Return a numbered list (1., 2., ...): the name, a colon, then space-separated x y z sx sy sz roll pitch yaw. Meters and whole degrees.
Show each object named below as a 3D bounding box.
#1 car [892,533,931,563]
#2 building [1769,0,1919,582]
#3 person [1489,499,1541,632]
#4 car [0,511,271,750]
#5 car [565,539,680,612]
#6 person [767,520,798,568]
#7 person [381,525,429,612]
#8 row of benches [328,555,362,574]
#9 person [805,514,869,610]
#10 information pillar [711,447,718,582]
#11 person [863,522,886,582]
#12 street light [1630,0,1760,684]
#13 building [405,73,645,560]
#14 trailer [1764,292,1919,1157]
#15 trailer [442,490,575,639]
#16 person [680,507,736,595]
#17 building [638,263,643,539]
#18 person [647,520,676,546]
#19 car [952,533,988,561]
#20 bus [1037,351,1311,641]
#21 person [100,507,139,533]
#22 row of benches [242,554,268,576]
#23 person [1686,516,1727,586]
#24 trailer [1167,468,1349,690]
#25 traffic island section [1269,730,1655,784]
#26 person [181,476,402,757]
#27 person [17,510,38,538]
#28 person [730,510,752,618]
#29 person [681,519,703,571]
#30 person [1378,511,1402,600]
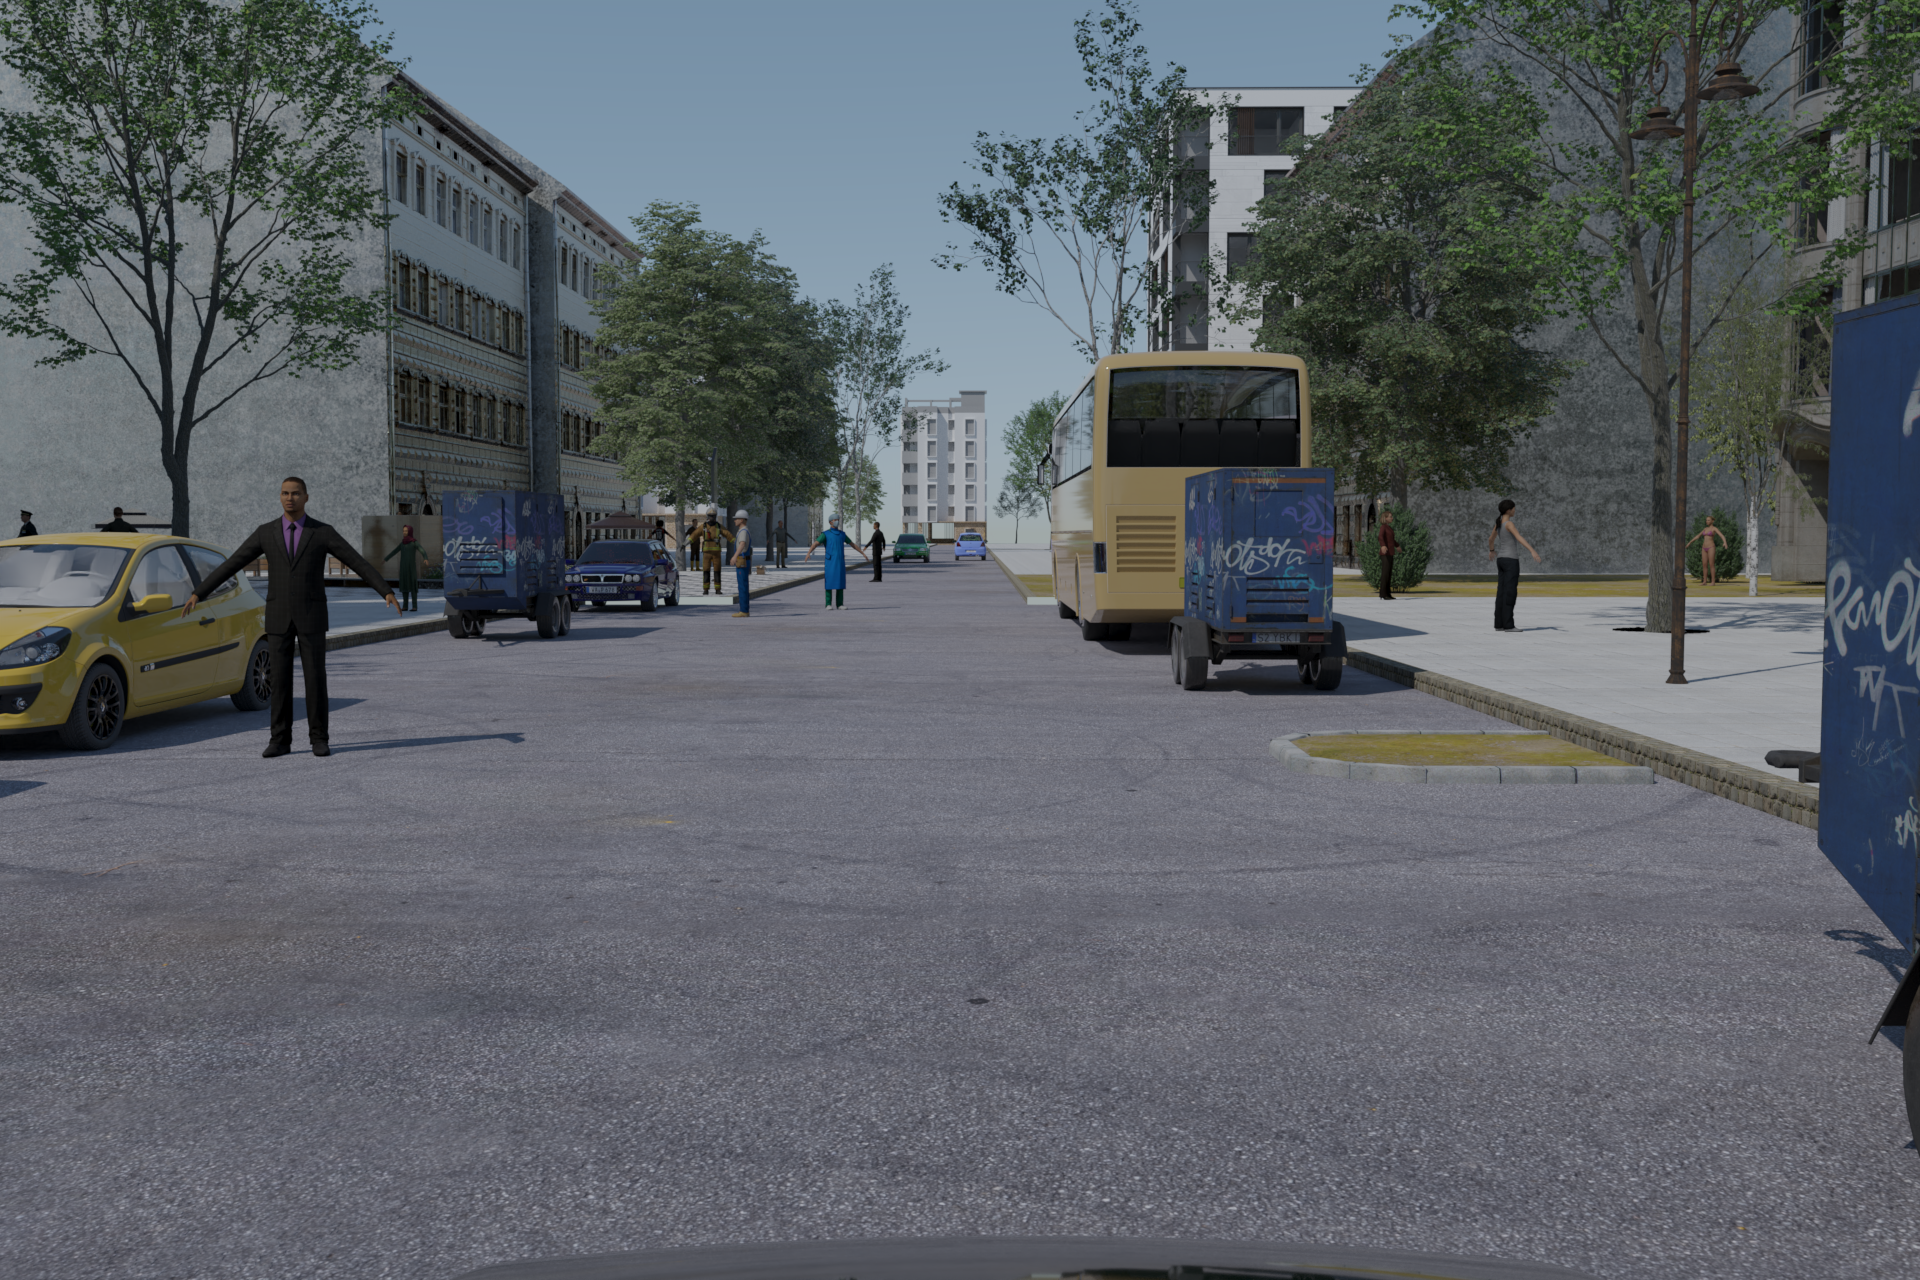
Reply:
1. car: -2.434 -4.793 87.168 1.959 1.807 4.718 0 4 0
2. building: 26.687 -12.833 26.478 14.369 24.946 33.146 0 4 1
3. person: 7.266 -0.976 22.773 0.721 1.737 1.217 -1 4 -11
4. car: -6.509 -0.151 12.696 2.015 1.641 3.980 0 4 1
5. car: -6.478 -1.263 33.222 1.945 1.354 3.894 0 3 0
6. person: -6.748 -3.611 65.305 1.348 1.796 0.705 -3 4 -38
7. person: -9.175 -1.191 28.680 0.989 1.438 0.599 2 4 24
8. row of benches: -18.706 -2.359 54.035 1.422 0.672 4.104 -3 5 -40
9. person: -2.352 -1.475 32.704 1.347 1.817 0.704 -2 4 -32
10. information pillar: -6.603 -3.379 46.606 0.183 3.616 0.504 0 4 2
11. person: -2.501 -2.632 51.712 0.704 1.802 1.346 2 4 25
12. street light: 6.156 -2.563 14.695 0.468 5.910 1.993 0 4 1
13. building: -26.766 -15.523 84.734 19.493 23.208 18.063 0 4 1
14. trailer: 2.742 0.197 3.821 1.471 1.999 3.904 0 3 0
15. trailer: -6.259 -0.996 23.337 1.471 1.999 3.904 0 4 1
16. person: -5.235 -1.883 36.563 1.354 1.858 0.705 -1 4 -13
17. building: -26.506 -15.137 103.918 16.016 20.090 11.380 0 4 1
18. person: -11.459 -3.681 66.329 1.345 1.843 0.704 1 4 13
19. car: 0.559 -5.184 94.344 1.945 1.707 3.694 0 4 -1
20. bus: 2.843 -2.112 26.079 2.896 3.916 12.252 0 4 0
21. person: -16.089 -1.646 33.128 1.348 1.803 0.705 -3 5 -42
22. row of benches: -21.456 -2.199 51.414 1.422 0.672 4.104 1 4 20
23. person: 18.516 -2.210 42.931 0.721 1.733 1.217 -2 4 -26
24. trailer: 2.758 -0.602 16.899 1.471 1.999 3.904 0 4 0
25. traffic island section: 3.006 0.730 10.930 1.991 0.108 1.994 0 4 1
26. person: -4.296 -0.154 11.200 1.346 1.802 0.704 -1 4 -10
27. person: -21.337 -2.057 39.572 1.347 1.837 0.705 3 4 38
28. person: -3.778 -1.320 29.888 0.705 1.847 1.347 0 4 -2
29. person: -9.136 -3.286 59.861 0.704 1.812 1.346 3 5 44
30. person: 8.375 -1.643 33.674 0.721 1.729 1.215 2 4 28
